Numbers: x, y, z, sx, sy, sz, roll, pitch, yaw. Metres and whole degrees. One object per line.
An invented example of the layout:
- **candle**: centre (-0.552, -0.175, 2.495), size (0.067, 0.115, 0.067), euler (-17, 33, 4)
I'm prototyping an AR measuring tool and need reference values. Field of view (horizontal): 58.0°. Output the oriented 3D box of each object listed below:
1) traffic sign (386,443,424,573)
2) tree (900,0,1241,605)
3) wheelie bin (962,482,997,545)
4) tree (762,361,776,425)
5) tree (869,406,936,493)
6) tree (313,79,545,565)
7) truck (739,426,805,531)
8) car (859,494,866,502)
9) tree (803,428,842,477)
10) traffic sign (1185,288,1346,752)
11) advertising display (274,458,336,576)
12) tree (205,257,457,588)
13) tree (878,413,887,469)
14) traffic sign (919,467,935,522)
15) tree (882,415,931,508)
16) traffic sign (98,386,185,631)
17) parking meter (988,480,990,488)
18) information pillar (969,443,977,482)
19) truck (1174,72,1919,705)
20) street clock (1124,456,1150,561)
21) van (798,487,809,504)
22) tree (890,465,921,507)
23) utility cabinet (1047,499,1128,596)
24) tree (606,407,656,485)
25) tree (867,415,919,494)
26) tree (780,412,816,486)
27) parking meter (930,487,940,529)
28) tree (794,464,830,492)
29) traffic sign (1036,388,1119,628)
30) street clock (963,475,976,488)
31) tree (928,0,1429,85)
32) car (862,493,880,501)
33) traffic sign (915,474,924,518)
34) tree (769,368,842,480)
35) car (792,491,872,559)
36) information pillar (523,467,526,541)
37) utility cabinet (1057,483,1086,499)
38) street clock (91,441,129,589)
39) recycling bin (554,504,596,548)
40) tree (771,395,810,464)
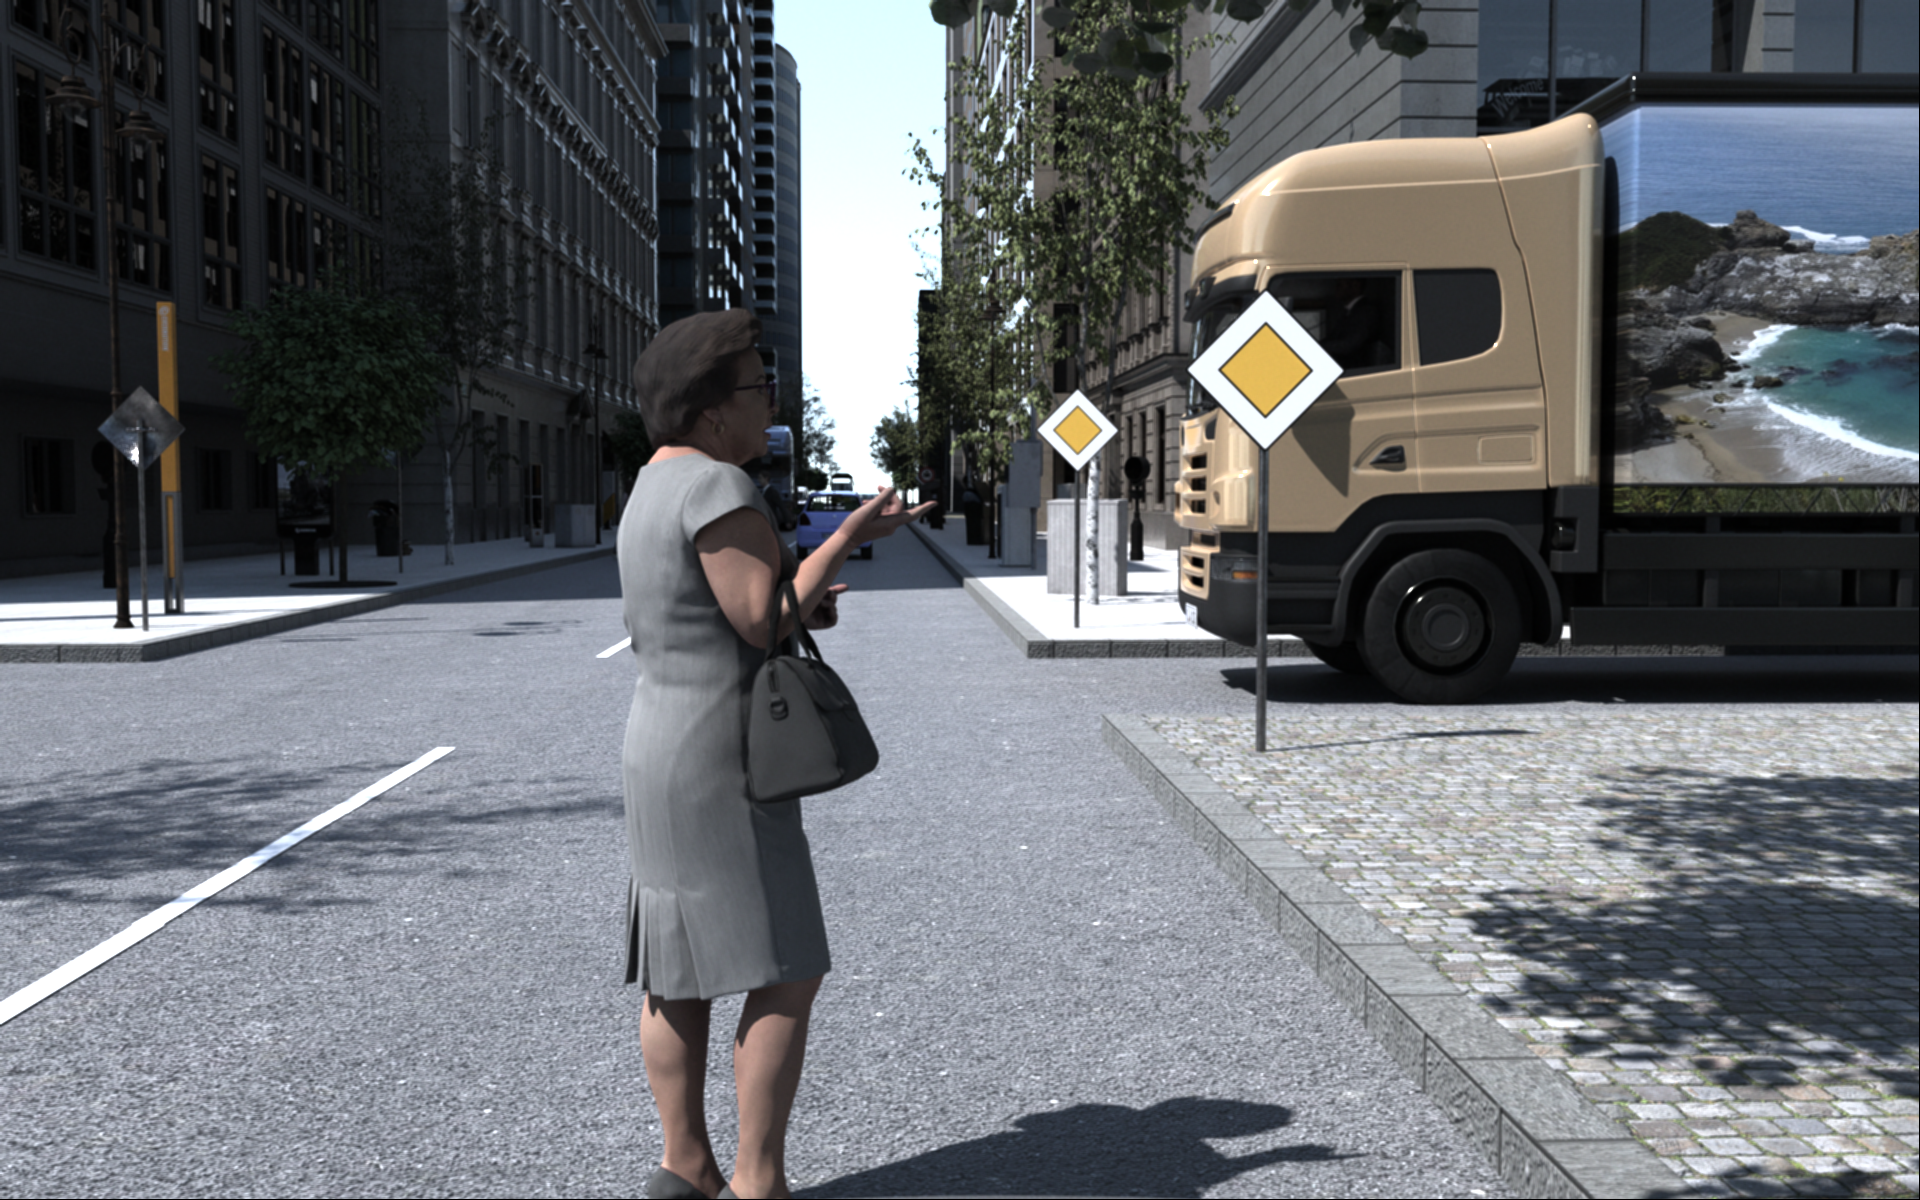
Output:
- **traffic sign**: centre (-9.062, -1.641, 28.020), size (0.795, 2.450, 0.064), euler (0, 4, 3)
- **tree**: centre (1.476, -4.264, 20.081), size (4.737, 8.622, 4.395), euler (0, 3, 0)
- **wheelie bin**: centre (0.472, -2.188, 43.682), size (0.693, 1.594, 0.980), euler (2, 4, 33)
- **tree**: centre (-11.797, -8.440, 88.359), size (4.360, 8.622, 3.978), euler (0, 3, 0)
- **tree**: centre (-6.147, -15.258, 183.887), size (7.601, 10.594, 8.767), euler (-1, 4, -20)
- **tree**: centre (-9.297, -4.929, 30.950), size (4.360, 8.622, 3.978), euler (0, 3, 0)
- **truck**: centre (-8.093, -5.161, 74.139), size (2.967, 4.110, 18.799), euler (0, 4, -3)
- **car**: centre (-7.108, -7.238, 127.138), size (1.959, 1.807, 4.718), euler (0, 4, -3)
- **tree**: centre (-20.144, -19.036, 245.656), size (7.601, 10.594, 8.767), euler (-3, 5, -44)
- **traffic sign**: centre (1.495, -0.301, 8.563), size (0.795, 2.450, 0.064), euler (0, 4, -3)
- **advertising display**: centre (-10.314, -1.351, 27.305), size (0.974, 1.923, 0.123), euler (1, 4, 11)
- **tree**: centre (-8.708, -2.471, 24.116), size (4.285, 4.588, 4.351), euler (0, 3, 0)
- **tree**: centre (0.410, -5.913, 47.036), size (4.737, 8.622, 4.395), euler (0, 3, 0)
- **traffic sign**: centre (-1.527, -4.899, 80.205), size (0.768, 2.556, 0.104), euler (0, 4, 4)
- **tree**: centre (-4.798, -12.443, 153.811), size (4.360, 8.622, 3.978), euler (0, 3, 0)
- **traffic sign**: centre (-7.619, -0.765, 16.147), size (0.795, 2.450, 0.064), euler (0, 4, -3)
- **parking meter**: centre (1.309, -4.092, 72.609), size (0.255, 1.863, 0.399), euler (0, 4, 3)
- **information pillar**: centre (0.575, -5.350, 78.832), size (0.504, 3.616, 0.183), euler (3, 5, 44)
- **truck**: centre (6.662, -1.460, 12.792), size (11.283, 4.237, 2.839), euler (0, 4, -1)
- **street clock**: centre (3.407, -1.758, 33.321), size (0.358, 2.002, 0.471), euler (-3, 5, -45)
- **van**: centre (-9.205, -5.506, 97.029), size (2.013, 2.044, 4.112), euler (0, 4, -3)
- **tree**: centre (-5.371, -11.700, 175.004), size (4.285, 4.588, 4.351), euler (0, 3, 0)
- **utility cabinet**: centre (1.611, -0.664, 22.020), size (1.020, 1.237, 0.306), euler (2, 4, 31)
- **tree**: centre (-10.009, -4.478, 56.929), size (4.285, 4.588, 4.351), euler (0, 3, 0)
- **tree**: centre (-8.653, -18.497, 228.176), size (9.928, 11.665, 9.643), euler (0, 3, 0)
- **tree**: centre (-14.854, -12.404, 153.168), size (4.360, 8.622, 3.978), euler (0, 3, 0)
- **parking meter**: centre (-0.922, -3.417, 64.285), size (0.372, 1.533, 0.369), euler (0, 3, 0)
- **tree**: centre (-17.416, -13.977, 212.235), size (4.285, 4.588, 4.351), euler (0, 3, 0)
- **traffic sign**: centre (1.117, -0.789, 16.539), size (0.795, 2.450, 0.064), euler (0, 4, -3)
- **street clock**: centre (0.346, -3.611, 63.604), size (0.471, 2.002, 0.358), euler (0, 4, 5)
- **tree**: centre (2.481, -5.839, 2.119), size (9.857, 13.997, 8.962), euler (0, 3, 0)
- **car**: centre (-5.201, -6.075, 108.118), size (1.959, 1.807, 4.718), euler (0, 4, -1)
- **traffic sign**: centre (-1.703, -4.860, 80.652), size (0.795, 2.450, 0.064), euler (0, 4, 1)
- **tree**: centre (-16.101, -15.721, 167.414), size (12.009, 13.543, 11.850), euler (0, 3, 0)
- **car**: centre (-2.857, -1.818, 39.318), size (1.945, 1.707, 3.694), euler (0, 4, -5)
- **information pillar**: centre (-11.583, -2.589, 46.830), size (0.304, 2.012, 0.304), euler (-3, 5, -41)
- **utility cabinet**: centre (2.281, -1.644, 35.560), size (0.318, 1.500, 1.173), euler (1, 4, 20)
- **street clock**: centre (-11.549, -1.163, 23.580), size (0.471, 2.002, 0.358), euler (2, 4, 26)
- **recycling bin**: centre (-9.276, -1.785, 41.743), size (0.722, 1.027, 0.722), euler (3, 5, 41)
- **tree**: centre (-13.611, -10.887, 128.372), size (4.737, 8.622, 4.395), euler (0, 3, 0)
